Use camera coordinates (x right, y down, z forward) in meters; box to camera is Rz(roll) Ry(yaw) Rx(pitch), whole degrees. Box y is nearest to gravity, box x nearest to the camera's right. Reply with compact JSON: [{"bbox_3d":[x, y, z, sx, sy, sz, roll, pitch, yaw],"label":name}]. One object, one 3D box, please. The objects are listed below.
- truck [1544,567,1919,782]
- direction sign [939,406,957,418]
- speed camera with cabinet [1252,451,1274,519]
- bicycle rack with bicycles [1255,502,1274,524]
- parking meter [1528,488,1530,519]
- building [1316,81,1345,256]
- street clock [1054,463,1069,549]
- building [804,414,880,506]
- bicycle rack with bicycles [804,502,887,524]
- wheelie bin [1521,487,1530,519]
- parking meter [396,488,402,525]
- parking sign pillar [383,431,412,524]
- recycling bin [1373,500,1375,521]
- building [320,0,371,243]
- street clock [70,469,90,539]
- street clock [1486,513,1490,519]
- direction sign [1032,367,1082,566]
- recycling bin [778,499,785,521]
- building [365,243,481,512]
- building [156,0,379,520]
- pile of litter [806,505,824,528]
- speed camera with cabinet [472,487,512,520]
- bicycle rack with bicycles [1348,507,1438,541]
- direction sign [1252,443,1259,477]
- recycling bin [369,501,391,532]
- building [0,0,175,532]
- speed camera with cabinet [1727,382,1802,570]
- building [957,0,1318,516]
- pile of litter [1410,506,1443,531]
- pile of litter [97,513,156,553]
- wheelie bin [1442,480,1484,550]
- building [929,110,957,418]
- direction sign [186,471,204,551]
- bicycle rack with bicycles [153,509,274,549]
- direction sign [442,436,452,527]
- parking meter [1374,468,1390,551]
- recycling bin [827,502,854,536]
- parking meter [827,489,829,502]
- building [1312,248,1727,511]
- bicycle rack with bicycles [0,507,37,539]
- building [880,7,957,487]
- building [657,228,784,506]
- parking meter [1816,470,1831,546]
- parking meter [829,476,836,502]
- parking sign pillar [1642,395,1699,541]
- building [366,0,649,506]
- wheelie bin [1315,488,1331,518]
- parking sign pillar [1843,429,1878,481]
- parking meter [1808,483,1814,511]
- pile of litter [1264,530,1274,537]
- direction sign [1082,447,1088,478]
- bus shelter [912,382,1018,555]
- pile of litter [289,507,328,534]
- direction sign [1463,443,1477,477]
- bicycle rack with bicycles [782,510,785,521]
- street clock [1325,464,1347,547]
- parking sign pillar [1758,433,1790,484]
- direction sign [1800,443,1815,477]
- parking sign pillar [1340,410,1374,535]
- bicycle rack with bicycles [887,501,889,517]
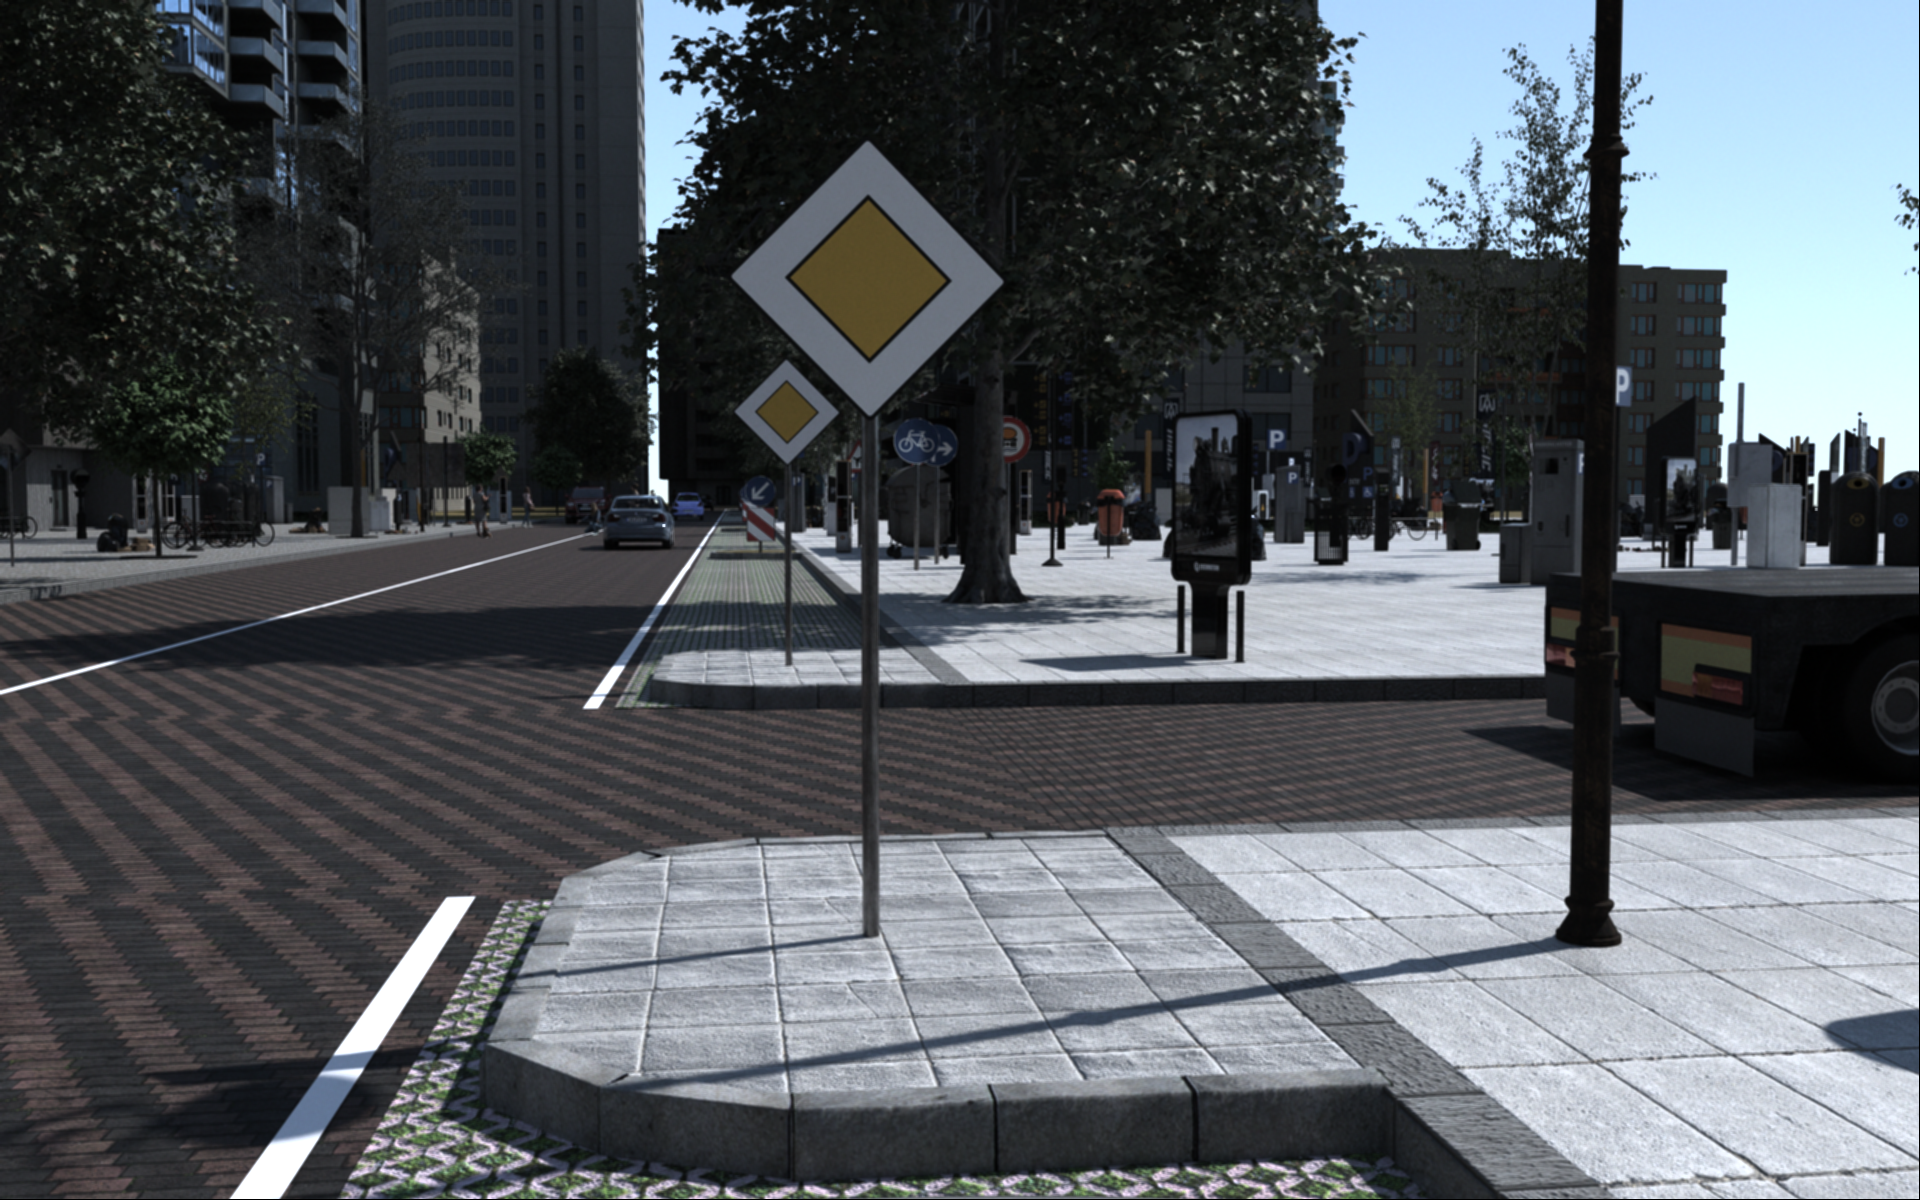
[{"bbox_3d":[13.062,-1.260,10.354,18.799,4.110,2.967,0,4,-5],"label":"truck"},{"bbox_3d":[-0.165,-3.218,44.612,0.876,3.537,0.379,2,4,35],"label":"direction sign"},{"bbox_3d":[13.899,-5.193,79.243,0.660,3.252,2.038,3,4,39],"label":"speed camera with cabinet"},{"bbox_3d":[8.188,-2.519,54.570,2.925,0.926,2.852,-1,4,-23],"label":"bicycle rack with bicycles"},{"bbox_3d":[22.782,-3.700,68.904,0.372,1.533,0.369,0,3,0],"label":"parking meter"},{"bbox_3d":[27.263,-35.428,198.858,30.456,49.044,23.786,0,4,-7],"label":"building"},{"bbox_3d":[2.345,-2.175,40.133,0.358,2.002,0.471,0,4,4],"label":"street clock"},{"bbox_3d":[-4.098,-35.173,194.689,30.456,49.044,23.786,0,4,-7],"label":"building"},{"bbox_3d":[-5.279,-3.706,73.975,2.925,0.926,2.852,3,4,38],"label":"bicycle rack with bicycles"},{"bbox_3d":[26.513,-4.440,80.494,0.980,1.594,0.693,3,5,40],"label":"wheelie bin"},{"bbox_3d":[-23.203,-3.851,71.376,0.372,1.533,0.369,0,3,0],"label":"parking meter"},{"bbox_3d":[-24.016,-5.196,73.419,1.447,3.967,1.447,-2,4,-33],"label":"parking sign pillar"},{"bbox_3d":[18.546,-3.975,77.543,0.722,1.027,0.722,1,4,10],"label":"recycling bin"},{"bbox_3d":[-73.367,-45.549,182.973,20.611,71.187,20.563,0,4,-7],"label":"building"},{"bbox_3d":[-25.079,-2.742,49.401,0.358,2.002,0.471,2,4,28],"label":"street clock"},{"bbox_3d":[22.944,-4.324,75.270,0.471,2.002,0.358,-2,4,-26],"label":"street clock"},{"bbox_3d":[1.646,-2.373,30.797,0.876,3.537,0.379,3,4,38],"label":"direction sign"},{"bbox_3d":[-8.353,-4.370,84.009,0.722,1.027,0.722,2,4,34],"label":"recycling bin"},{"bbox_3d":[-53.948,-17.674,134.008,28.899,21.520,27.650,0,4,-7],"label":"building"},{"bbox_3d":[-45.972,-47.965,96.900,22.319,86.520,31.000,0,4,-7],"label":"building"},{"bbox_3d":[-5.513,-3.181,65.977,1.719,0.858,1.176,1,4,16],"label":"pile of litter"},{"bbox_3d":[-23.131,-5.577,85.520,0.660,3.252,2.038,2,4,35],"label":"speed camera with cabinet"},{"bbox_3d":[11.886,-2.157,48.641,2.925,0.926,2.852,-2,4,-28],"label":"bicycle rack with bicycles"},{"bbox_3d":[13.027,-5.226,77.445,0.379,3.537,0.876,-2,4,-32],"label":"direction sign"},{"bbox_3d":[-19.974,-2.864,59.373,0.722,1.027,0.722,-2,4,-34],"label":"recycling bin"},{"bbox_3d":[-36.852,-17.591,59.308,14.160,30.474,14.107,0,4,-7],"label":"building"},{"bbox_3d":[13.969,-2.187,30.086,0.660,3.252,2.038,0,4,5],"label":"speed camera with cabinet"},{"bbox_3d":[9.058,-40.937,107.566,20.563,71.187,20.611,0,4,-7],"label":"building"},{"bbox_3d":[16.563,-2.887,61.162,1.719,0.858,1.176,-2,4,-35],"label":"pile of litter"},{"bbox_3d":[-18.603,-1.519,38.806,1.176,0.858,1.719,1,4,18],"label":"pile of litter"},{"bbox_3d":[11.467,-1.940,39.632,0.980,1.594,0.693,-1,4,-12],"label":"wheelie bin"},{"bbox_3d":[4.477,-21.656,125.771,14.160,30.474,14.107,0,4,-7],"label":"building"},{"bbox_3d":[-17.306,-2.880,39.082,0.379,3.537,0.876,-2,4,-31],"label":"direction sign"},{"bbox_3d":[-18.113,-1.747,41.942,2.925,0.926,2.852,-3,5,-40],"label":"bicycle rack with bicycles"},{"bbox_3d":[-20.107,-4.633,67.746,0.379,3.537,0.876,-1,4,-23],"label":"direction sign"},{"bbox_3d":[9.527,-2.043,39.117,0.255,1.863,0.399,0,4,1],"label":"parking meter"},{"bbox_3d":[-3.646,-2.462,52.809,0.722,1.027,0.722,0,4,6],"label":"recycling bin"},{"bbox_3d":[-6.371,-4.619,83.938,0.372,1.533,0.369,0,3,0],"label":"parking meter"},{"bbox_3d":[42.926,-18.380,145.545,28.899,21.520,27.650,0,4,-7],"label":"building"},{"bbox_3d":[-27.846,-2.204,49.412,2.852,0.926,2.925,3,4,36],"label":"bicycle rack with bicycles"},{"bbox_3d":[4.808,-31.798,143.600,21.300,48.544,21.600,0,4,-7],"label":"building"},{"bbox_3d":[-25.593,-25.445,187.732,14.107,30.474,14.160,0,4,-7],"label":"building"},{"bbox_3d":[21.259,-2.258,42.622,0.255,1.863,0.399,1,4,21],"label":"parking meter"},{"bbox_3d":[-4.010,-3.061,55.763,0.399,1.863,0.255,1,4,18],"label":"parking meter"},{"bbox_3d":[19.614,-3.624,47.721,1.447,3.967,1.447,3,5,40],"label":"parking sign pillar"},{"bbox_3d":[-48.343,-39.475,187.416,28.212,58.520,21.231,0,4,-7],"label":"building"},{"bbox_3d":[17.532,-4.666,84.196,0.980,1.594,0.693,-1,4,-23],"label":"wheelie bin"},{"bbox_3d":[37.452,-5.105,71.937,1.447,3.967,1.447,1,4,11],"label":"parking sign pillar"},{"bbox_3d":[46.302,-5.427,94.442,0.399,1.863,0.255,1,4,10],"label":"parking meter"},{"bbox_3d":[8.571,-2.293,51.452,1.719,0.858,1.176,0,4,6],"label":"pile of litter"},{"bbox_3d":[5.733,-5.570,83.058,0.876,3.537,0.379,-2,4,-28],"label":"direction sign"},{"bbox_3d":[0.034,-2.954,39.576,1.731,3.624,6.357,0,4,-8],"label":"bus shelter"},{"bbox_3d":[-21.342,-2.621,56.811,1.176,0.858,1.719,-2,4,-35],"label":"pile of litter"},{"bbox_3d":[22.608,-5.180,76.694,0.379,3.537,0.876,-2,4,-31],"label":"direction sign"},{"bbox_3d":[-6.612,-3.975,78.374,2.925,0.926,2.852,-1,4,-16],"label":"bicycle rack with bicycles"},{"bbox_3d":[9.056,-2.275,41.773,0.471,2.002,0.358,-2,4,-25],"label":"street clock"},{"bbox_3d":[35.479,-5.334,75.690,1.447,3.967,1.447,-3,5,-42],"label":"parking sign pillar"},{"bbox_3d":[37.824,-5.228,77.479,0.379,3.537,0.876,-1,4,-22],"label":"direction sign"},{"bbox_3d":[12.556,-4.048,54.652,1.447,3.967,1.447,-1,4,-16],"label":"parking sign pillar"},{"bbox_3d":[-3.180,-4.296,83.614,2.852,0.926,2.925,1,4,9],"label":"bicycle rack with bicycles"}]
